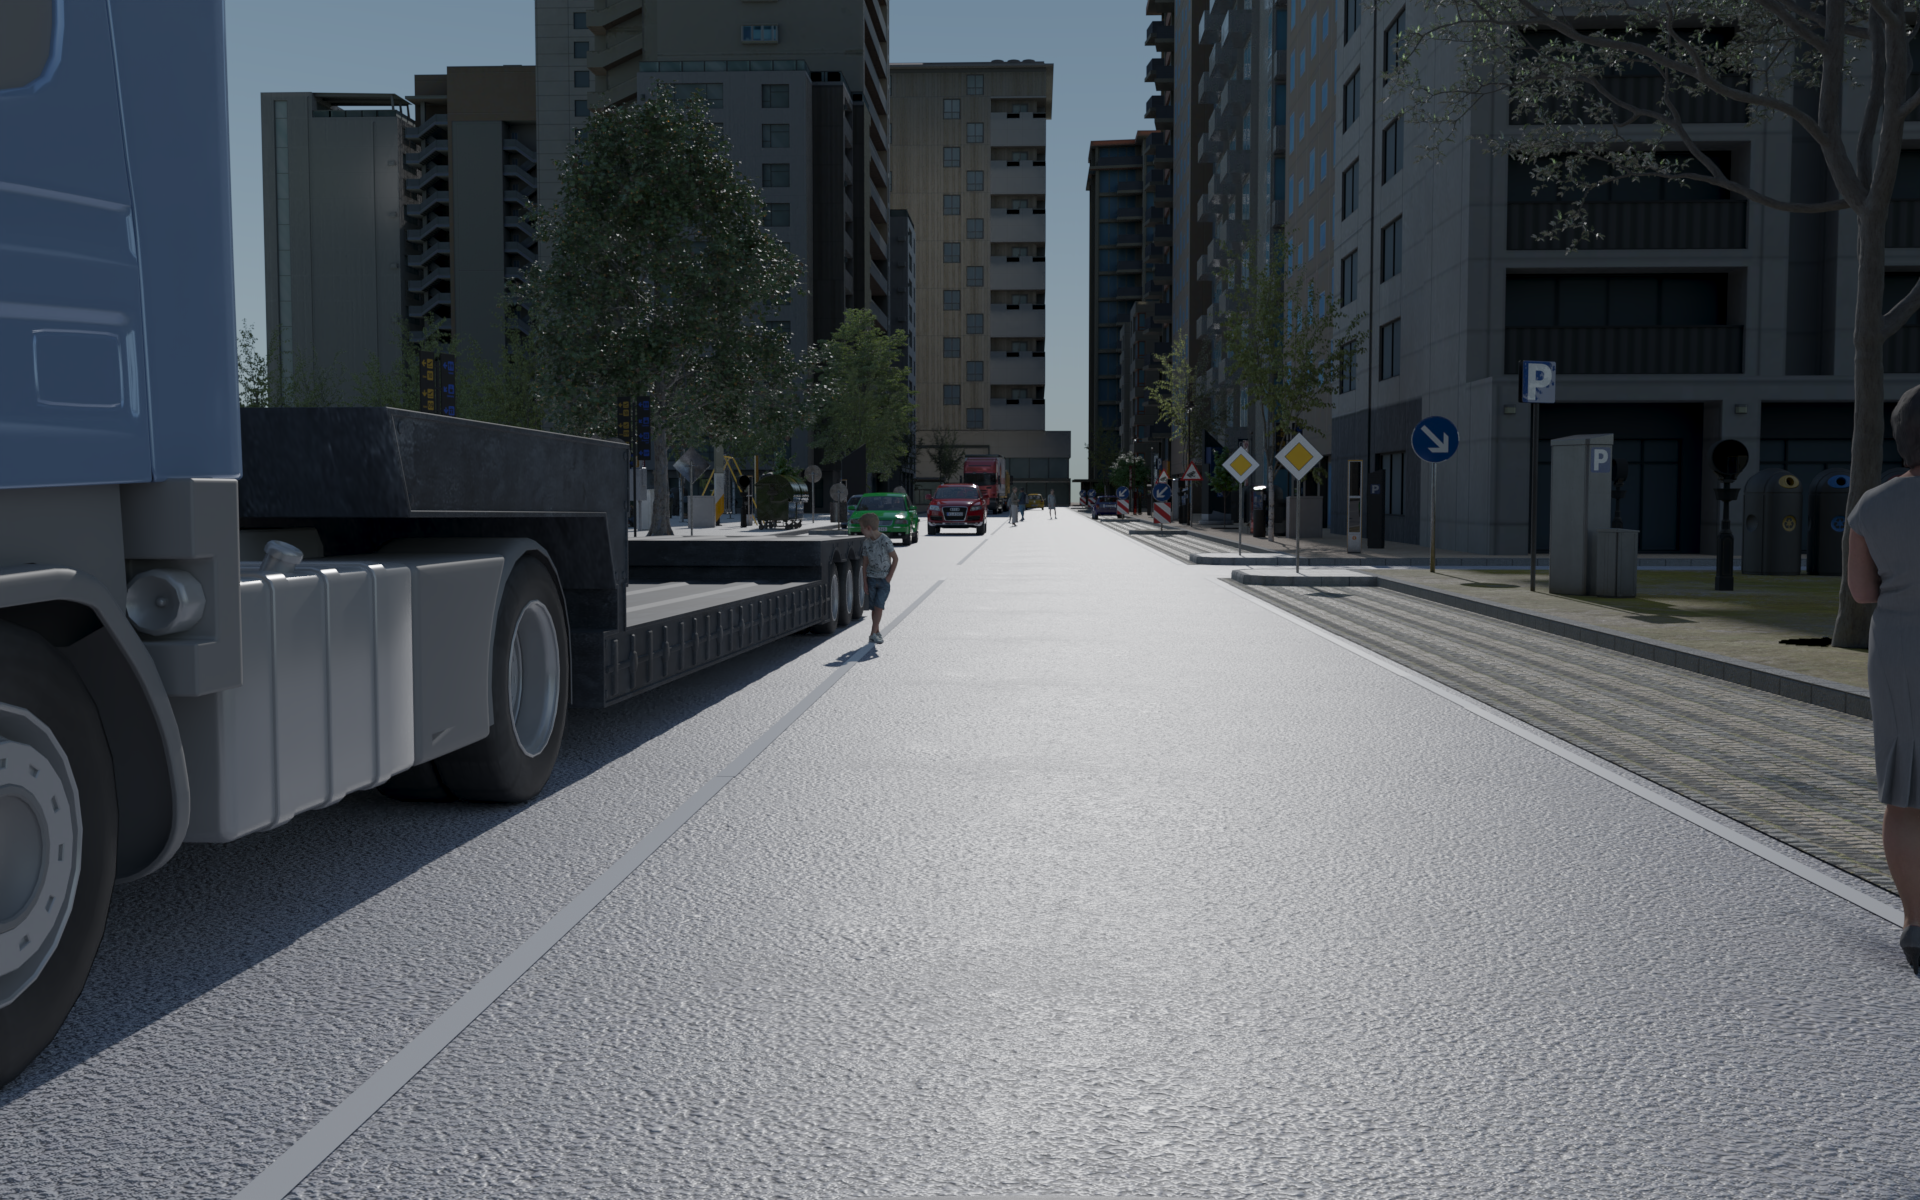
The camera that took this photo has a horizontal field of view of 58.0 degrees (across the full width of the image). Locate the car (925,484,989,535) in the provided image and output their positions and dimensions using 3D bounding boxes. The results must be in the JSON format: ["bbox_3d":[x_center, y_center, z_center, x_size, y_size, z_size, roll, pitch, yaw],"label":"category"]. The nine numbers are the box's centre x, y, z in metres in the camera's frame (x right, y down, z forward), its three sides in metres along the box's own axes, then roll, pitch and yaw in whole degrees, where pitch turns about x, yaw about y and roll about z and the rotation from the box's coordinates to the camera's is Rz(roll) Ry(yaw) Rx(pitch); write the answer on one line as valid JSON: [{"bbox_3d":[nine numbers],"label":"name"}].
[{"bbox_3d":[-0.075,-3.286,62.401,2.281,1.827,5.304,0,4,2],"label":"car"}]

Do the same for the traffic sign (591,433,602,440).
[{"bbox_3d":[-6.033,-1.532,28.694,0.795,2.450,0.064,0,4,3],"label":"traffic sign"}]

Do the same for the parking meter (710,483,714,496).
[{"bbox_3d":[-12.646,-5.083,88.811,0.255,1.863,0.399,1,4,18],"label":"parking meter"}]

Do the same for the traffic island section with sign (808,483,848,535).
[{"bbox_3d":[-4.283,-3.234,61.510,1.989,1.847,2.006,0,4,3],"label":"traffic island section with sign"}]

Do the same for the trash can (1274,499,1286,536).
[{"bbox_3d":[9.797,-2.513,52.733,0.748,1.137,0.748,0,3,0],"label":"trash can"}]

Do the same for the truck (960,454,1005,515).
[{"bbox_3d":[1.746,-8.316,124.879,2.839,4.237,11.283,0,4,4],"label":"truck"}]

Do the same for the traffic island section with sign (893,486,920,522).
[{"bbox_3d":[-3.065,-4.923,89.114,1.989,1.847,2.006,0,4,3],"label":"traffic island section with sign"}]

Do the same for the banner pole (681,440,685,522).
[{"bbox_3d":[-12.594,-5.437,78.914,0.401,3.779,0.863,0,4,3],"label":"banner pole"}]

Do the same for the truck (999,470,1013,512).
[{"bbox_3d":[2.676,-8.884,141.169,3.469,3.379,9.791,0,4,3],"label":"truck"}]

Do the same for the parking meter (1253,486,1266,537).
[{"bbox_3d":[8.909,-2.635,51.497,0.372,1.533,0.369,0,3,0],"label":"parking meter"}]

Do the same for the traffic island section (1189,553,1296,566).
[{"bbox_3d":[5.875,-0.853,36.220,2.009,0.180,2.903,0,4,3],"label":"traffic island section"}]

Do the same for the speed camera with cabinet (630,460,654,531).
[{"bbox_3d":[-11.163,-4.075,60.957,0.660,3.252,2.038,1,4,9],"label":"speed camera with cabinet"}]

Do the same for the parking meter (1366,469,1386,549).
[{"bbox_3d":[9.788,-2.144,40.769,0.399,1.863,0.255,2,4,28],"label":"parking meter"}]

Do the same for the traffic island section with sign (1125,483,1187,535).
[{"bbox_3d":[6.999,-3.228,61.403,1.989,1.847,2.006,0,4,3],"label":"traffic island section with sign"}]

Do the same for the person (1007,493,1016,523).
[{"bbox_3d":[2.593,-4.586,86.073,0.503,1.515,0.523,0,4,-7],"label":"person"}]

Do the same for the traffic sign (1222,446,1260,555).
[{"bbox_3d":[5.851,-1.988,36.144,0.795,2.450,0.064,0,4,3],"label":"traffic sign"}]

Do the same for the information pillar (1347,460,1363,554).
[{"bbox_3d":[8.530,-2.015,37.436,0.304,2.012,0.304,1,4,11],"label":"information pillar"}]

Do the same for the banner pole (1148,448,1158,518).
[{"bbox_3d":[10.518,-6.344,93.738,0.401,3.779,0.863,-2,4,-24],"label":"banner pole"}]

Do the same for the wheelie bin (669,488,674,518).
[{"bbox_3d":[-15.454,-5.083,91.010,0.980,1.594,0.693,-3,5,-40],"label":"wheelie bin"}]

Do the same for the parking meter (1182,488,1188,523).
[{"bbox_3d":[9.823,-4.113,75.658,0.372,1.533,0.369,0,3,0],"label":"parking meter"}]

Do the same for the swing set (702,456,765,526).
[{"bbox_3d":[-9.658,-4.546,71.955,2.862,2.851,3.119,0,4,0],"label":"swing set"}]

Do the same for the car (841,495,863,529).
[{"bbox_3d":[-3.985,-3.756,73.410,2.014,1.417,4.499,0,4,3],"label":"car"}]

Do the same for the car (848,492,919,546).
[{"bbox_3d":[-2.169,-2.494,49.575,1.959,1.807,4.718,0,4,2],"label":"car"}]

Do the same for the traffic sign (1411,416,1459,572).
[{"bbox_3d":[7.754,-1.727,28.341,0.768,2.556,0.104,0,4,5],"label":"traffic sign"}]

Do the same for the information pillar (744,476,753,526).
[{"bbox_3d":[-8.555,-3.991,69.743,0.304,2.012,0.304,1,4,22],"label":"information pillar"}]

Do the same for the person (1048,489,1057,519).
[{"bbox_3d":[5.228,-5.442,98.486,0.512,1.701,0.522,-2,4,-26],"label":"person"}]

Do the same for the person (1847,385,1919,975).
[{"bbox_3d":[3.060,0.225,5.175,0.532,1.782,0.716,-3,5,-45],"label":"person"}]

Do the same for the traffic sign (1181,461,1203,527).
[{"bbox_3d":[9.019,-4.123,67.411,0.884,2.594,0.081,0,4,8],"label":"traffic sign"}]

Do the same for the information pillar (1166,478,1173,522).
[{"bbox_3d":[9.747,-4.659,80.672,0.304,2.012,0.304,0,4,0],"label":"information pillar"}]

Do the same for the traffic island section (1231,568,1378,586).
[{"bbox_3d":[5.523,-0.365,28.243,2.009,0.180,2.903,0,4,3],"label":"traffic island section"}]

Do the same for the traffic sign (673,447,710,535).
[{"bbox_3d":[-5.681,-2.020,36.671,0.795,2.450,0.064,0,4,3],"label":"traffic sign"}]

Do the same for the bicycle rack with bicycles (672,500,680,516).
[{"bbox_3d":[-15.894,-5.377,101.292,2.925,0.926,2.852,-2,4,-34],"label":"bicycle rack with bicycles"}]

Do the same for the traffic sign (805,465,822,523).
[{"bbox_3d":[-6.452,-4.645,76.055,0.768,2.556,0.104,0,4,7],"label":"traffic sign"}]

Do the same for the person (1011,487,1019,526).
[{"bbox_3d":[2.476,-4.188,77.522,0.362,1.759,0.519,1,4,12],"label":"person"}]

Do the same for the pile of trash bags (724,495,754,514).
[{"bbox_3d":[-14.720,-6.178,110.769,3.447,1.369,1.912,2,4,25],"label":"pile of trash bags"}]

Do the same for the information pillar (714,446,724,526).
[{"bbox_3d":[-9.664,-4.773,69.386,0.183,3.616,0.504,2,4,35],"label":"information pillar"}]

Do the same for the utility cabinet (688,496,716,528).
[{"bbox_3d":[-9.836,-3.352,65.963,1.020,1.237,0.306,0,4,1],"label":"utility cabinet"}]

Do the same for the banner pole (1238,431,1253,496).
[{"bbox_3d":[11.380,-4.823,68.876,0.863,3.779,0.401,-1,4,-22],"label":"banner pole"}]

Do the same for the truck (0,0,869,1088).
[{"bbox_3d":[-2.930,-1.304,11.085,2.967,4.110,18.799,0,4,4],"label":"truck"}]

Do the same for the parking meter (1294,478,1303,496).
[{"bbox_3d":[12.049,-3.424,61.687,0.255,1.863,0.399,2,4,29],"label":"parking meter"}]

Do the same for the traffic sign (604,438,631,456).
[{"bbox_3d":[-7.818,-2.385,39.109,0.768,2.556,0.104,0,4,3],"label":"traffic sign"}]

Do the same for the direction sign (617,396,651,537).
[{"bbox_3d":[-7.553,-2.948,40.196,0.876,3.537,0.379,1,4,22],"label":"direction sign"}]

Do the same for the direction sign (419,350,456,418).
[{"bbox_3d":[-8.358,-2.189,27.791,0.379,3.537,0.876,1,4,20],"label":"direction sign"}]

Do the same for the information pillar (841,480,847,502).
[{"bbox_3d":[-5.945,-5.150,88.702,0.304,2.012,0.304,0,4,-4],"label":"information pillar"}]

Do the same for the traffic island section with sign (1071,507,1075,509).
[{"bbox_3d":[11.582,-9.585,165.348,1.989,1.847,2.006,0,4,3],"label":"traffic island section with sign"}]

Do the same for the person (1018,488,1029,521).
[{"bbox_3d":[3.305,-5.074,91.804,0.721,1.781,0.623,3,4,36],"label":"person"}]

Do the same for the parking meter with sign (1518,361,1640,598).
[{"bbox_3d":[7.889,-1.576,22.028,0.543,3.016,1.738,-1,4,-23],"label":"parking meter with sign"}]

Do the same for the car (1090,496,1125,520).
[{"bbox_3d":[8.385,-5.236,98.194,1.945,1.354,3.894,0,4,2],"label":"car"}]

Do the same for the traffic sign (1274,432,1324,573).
[{"bbox_3d":[5.499,-1.500,28.166,0.795,2.450,0.064,0,4,3],"label":"traffic sign"}]

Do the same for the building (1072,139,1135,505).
[{"bbox_3d":[28.005,-33.807,207.363,28.867,44.769,22.147,0,4,3],"label":"building"}]

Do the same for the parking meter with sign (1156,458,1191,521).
[{"bbox_3d":[10.382,-5.361,83.912,1.738,3.016,0.543,2,4,30],"label":"parking meter with sign"}]

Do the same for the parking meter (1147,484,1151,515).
[{"bbox_3d":[11.506,-6.093,105.339,0.255,1.863,0.399,0,4,6],"label":"parking meter"}]

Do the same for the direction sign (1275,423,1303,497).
[{"bbox_3d":[10.430,-3.852,54.972,0.876,3.537,0.379,0,4,-7],"label":"direction sign"}]

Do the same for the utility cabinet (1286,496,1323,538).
[{"bbox_3d":[10.060,-2.412,50.603,1.020,1.237,0.306,-1,4,-10],"label":"utility cabinet"}]

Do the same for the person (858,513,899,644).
[{"bbox_3d":[-0.791,-0.214,16.688,0.352,1.250,0.332,-2,4,-29],"label":"person"}]

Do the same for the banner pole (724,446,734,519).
[{"bbox_3d":[-12.144,-6.112,89.944,0.863,3.779,0.401,-3,4,-38],"label":"banner pole"}]

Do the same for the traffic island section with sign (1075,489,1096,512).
[{"bbox_3d":[10.396,-7.931,138.293,1.989,1.847,2.006,0,4,3],"label":"traffic island section with sign"}]

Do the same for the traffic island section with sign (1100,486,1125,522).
[{"bbox_3d":[8.218,-4.914,88.971,1.989,1.847,2.006,0,4,3],"label":"traffic island section with sign"}]

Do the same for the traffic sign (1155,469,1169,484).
[{"bbox_3d":[10.380,-5.398,88.257,0.884,2.594,0.081,0,4,6],"label":"traffic sign"}]

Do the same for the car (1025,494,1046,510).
[{"bbox_3d":[6.613,-8.783,153.820,2.015,1.641,3.980,0,4,2],"label":"car"}]
